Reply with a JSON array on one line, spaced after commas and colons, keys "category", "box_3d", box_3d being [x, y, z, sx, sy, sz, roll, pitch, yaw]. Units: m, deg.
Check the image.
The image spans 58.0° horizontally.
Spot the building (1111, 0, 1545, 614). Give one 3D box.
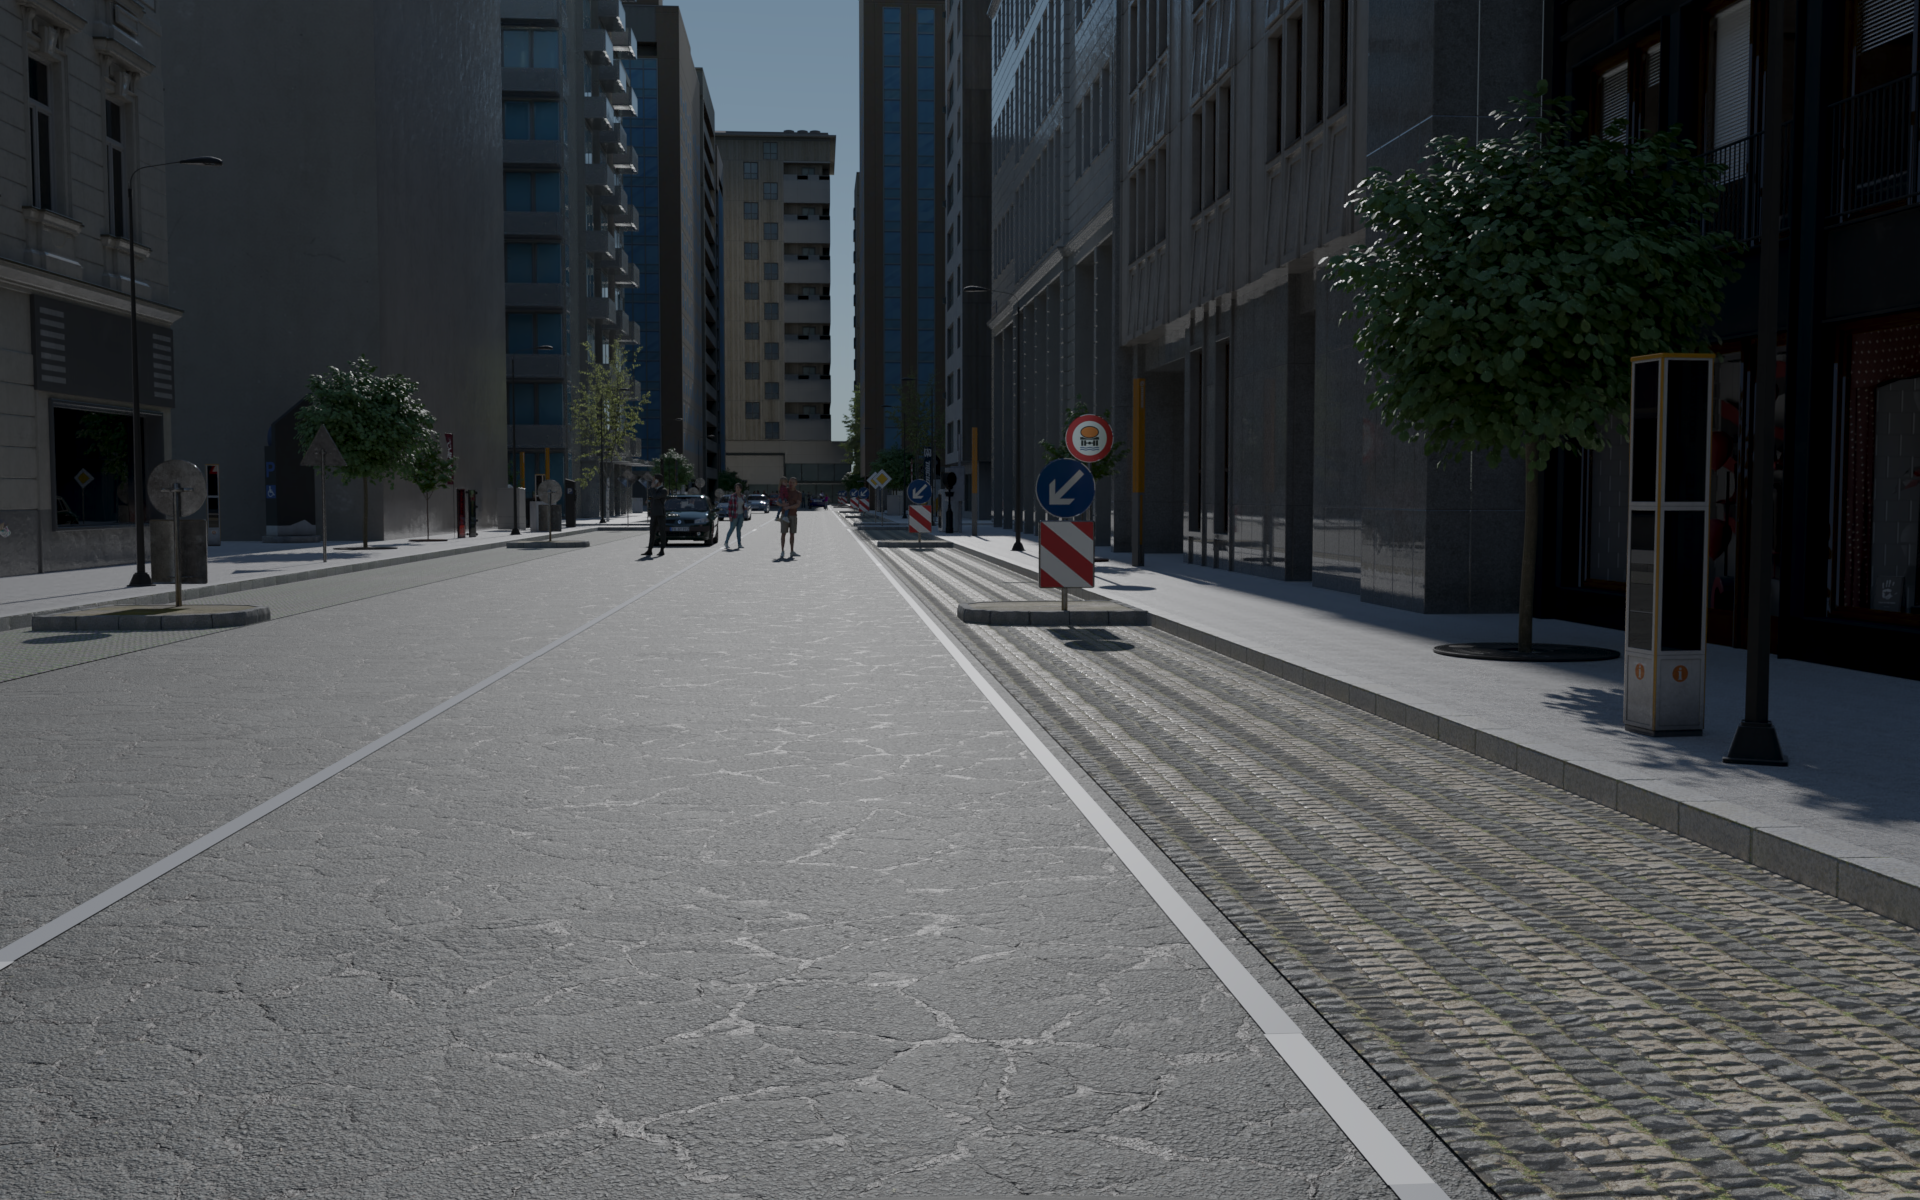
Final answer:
[{"category": "building", "box_3d": [10.128, -12.849, 28.100, 12.078, 24.808, 19.932, 0, 4, -5]}]

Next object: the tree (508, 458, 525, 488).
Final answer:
[{"category": "tree", "box_3d": [-20.717, -5.112, 78.185, 1.663, 3.219, 1.824, 0, 3, 0]}]

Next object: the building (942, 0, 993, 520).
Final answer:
[{"category": "building", "box_3d": [6.611, -19.313, 87.463, 14.107, 30.474, 14.160, 0, 4, -5]}]

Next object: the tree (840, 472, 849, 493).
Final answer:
[{"category": "tree", "box_3d": [-9.608, -11.629, 173.848, 4.285, 4.588, 4.351, 0, 3, 0]}]

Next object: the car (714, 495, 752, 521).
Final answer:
[{"category": "car", "box_3d": [-12.291, -5.020, 94.078, 2.014, 1.417, 4.499, 0, 4, -3]}]

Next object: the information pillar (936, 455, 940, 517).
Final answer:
[{"category": "information pillar", "box_3d": [-1.306, -6.505, 97.710, 0.183, 3.616, 0.504, 3, 5, 43]}]

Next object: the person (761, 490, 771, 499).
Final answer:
[{"category": "person", "box_3d": [-18.828, -9.672, 166.768, 1.348, 1.807, 0.705, -2, 4, -30]}]

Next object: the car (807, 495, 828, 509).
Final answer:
[{"category": "car", "box_3d": [-13.781, -9.484, 167.651, 1.945, 1.354, 3.894, 0, 4, -6]}]

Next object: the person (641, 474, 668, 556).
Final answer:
[{"category": "person", "box_3d": [-7.105, -1.991, 40.423, 0.648, 1.900, 0.474, 3, 5, 44]}]

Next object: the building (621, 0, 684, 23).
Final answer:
[{"category": "building", "box_3d": [-31.697, -31.004, 157.032, 14.600, 45.320, 14.200, 0, 4, -5]}]

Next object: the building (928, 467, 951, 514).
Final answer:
[{"category": "building", "box_3d": [14.329, -25.886, 115.116, 32.217, 40.220, 23.993, 0, 4, -5]}]

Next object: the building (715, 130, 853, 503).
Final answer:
[{"category": "building", "box_3d": [-29.472, -40.378, 249.419, 27.495, 52.752, 28.713, 0, 4, -5]}]

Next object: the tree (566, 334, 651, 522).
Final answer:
[{"category": "tree", "box_3d": [-16.330, -7.934, 80.076, 4.360, 8.622, 3.978, 0, 3, 0]}]

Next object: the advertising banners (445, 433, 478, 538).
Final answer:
[{"category": "advertising banners", "box_3d": [-14.581, -3.329, 50.622, 0.090, 3.025, 2.074, 1, 4, 9]}]

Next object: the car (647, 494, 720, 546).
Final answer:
[{"category": "car", "box_3d": [-7.800, -2.407, 49.144, 2.009, 1.686, 4.222, 0, 4, -5]}]

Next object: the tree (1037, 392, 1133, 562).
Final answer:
[{"category": "tree", "box_3d": [2.213, -2.347, 32.980, 1.663, 3.219, 1.824, 0, 3, 0]}]

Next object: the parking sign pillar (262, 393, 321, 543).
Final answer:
[{"category": "parking sign pillar", "box_3d": [-17.672, -3.498, 45.667, 1.447, 3.967, 1.447, 2, 4, 26]}]

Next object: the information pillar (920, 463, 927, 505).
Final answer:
[{"category": "information pillar", "box_3d": [-2.790, -8.615, 132.204, 0.504, 3.616, 0.183, -1, 4, -16]}]

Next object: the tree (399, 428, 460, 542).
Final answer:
[{"category": "tree", "box_3d": [-14.305, -3.199, 46.898, 1.663, 3.219, 1.824, 0, 3, 0]}]

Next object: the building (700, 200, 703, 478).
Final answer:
[{"category": "building", "box_3d": [-33.002, -31.868, 171.146, 14.600, 45.320, 14.200, 0, 4, -5]}]

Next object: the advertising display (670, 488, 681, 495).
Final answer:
[{"category": "advertising display", "box_3d": [-21.240, -7.578, 129.115, 0.974, 1.923, 0.123, 1, 4, 14]}]

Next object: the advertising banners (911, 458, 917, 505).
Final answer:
[{"category": "advertising banners", "box_3d": [-2.245, -5.390, 84.309, 0.090, 3.025, 2.074, -1, 4, -8]}]

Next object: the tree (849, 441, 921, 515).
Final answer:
[{"category": "tree", "box_3d": [-4.281, -7.945, 113.613, 4.285, 4.588, 4.351, 0, 3, 0]}]

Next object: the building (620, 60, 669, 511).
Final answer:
[{"category": "building", "box_3d": [-38.804, -26.950, 132.506, 32.217, 40.220, 23.993, 0, 4, -5]}]

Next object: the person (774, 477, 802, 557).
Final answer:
[{"category": "person", "box_3d": [-3.958, -1.909, 39.685, 0.573, 1.828, 0.580, 2, 4, 31]}]

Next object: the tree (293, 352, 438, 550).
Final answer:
[{"category": "tree", "box_3d": [-13.828, -3.452, 40.162, 4.285, 4.588, 4.351, 0, 3, 0]}]

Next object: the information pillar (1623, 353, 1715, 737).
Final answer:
[{"category": "information pillar", "box_3d": [3.771, -0.290, 9.227, 0.304, 2.012, 0.304, -1, 4, -10]}]

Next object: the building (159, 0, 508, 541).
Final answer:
[{"category": "building", "box_3d": [-33.492, -15.306, 54.762, 34.151, 26.468, 19.350, 0, 4, -5]}]

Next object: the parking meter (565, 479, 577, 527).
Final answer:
[{"category": "parking meter", "box_3d": [-14.951, -3.722, 66.572, 0.399, 1.863, 0.255, 0, 4, 1]}]

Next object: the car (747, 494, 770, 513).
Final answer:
[{"category": "car", "box_3d": [-15.177, -7.177, 129.349, 2.014, 1.417, 4.499, 0, 4, -3]}]

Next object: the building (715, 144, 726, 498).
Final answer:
[{"category": "building", "box_3d": [-36.928, -34.636, 216.405, 14.200, 45.320, 14.600, 0, 4, -5]}]

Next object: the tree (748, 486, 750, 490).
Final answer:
[{"category": "tree", "box_3d": [-28.213, -14.166, 226.215, 1.663, 3.219, 1.824, 0, 3, 0]}]

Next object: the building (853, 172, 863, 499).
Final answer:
[{"category": "building", "box_3d": [-4.487, -38.190, 248.106, 21.600, 48.544, 21.300, 0, 4, -5]}]

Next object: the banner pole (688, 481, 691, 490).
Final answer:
[{"category": "banner pole", "box_3d": [-23.285, -9.721, 148.952, 0.401, 3.779, 0.863, -2, 4, -32]}]

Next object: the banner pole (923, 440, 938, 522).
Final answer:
[{"category": "banner pole", "box_3d": [-1.352, -5.503, 79.999, 0.863, 3.779, 0.401, 2, 4, 31]}]

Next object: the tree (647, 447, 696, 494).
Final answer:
[{"category": "tree", "box_3d": [-20.056, -8.344, 120.142, 4.285, 4.588, 4.351, 0, 3, 0]}]

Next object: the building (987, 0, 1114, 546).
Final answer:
[{"category": "building", "box_3d": [7.799, -16.830, 52.670, 11.434, 29.767, 29.804, 0, 4, -5]}]

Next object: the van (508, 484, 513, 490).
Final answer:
[{"category": "van", "box_3d": [-20.371, -3.935, 71.344, 4.112, 2.044, 2.013, 0, 4, -6]}]

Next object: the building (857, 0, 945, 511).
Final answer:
[{"category": "building", "box_3d": [-1.075, -30.014, 140.836, 14.600, 45.320, 14.200, 0, 4, -5]}]

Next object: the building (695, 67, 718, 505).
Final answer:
[{"category": "building", "box_3d": [-37.882, -34.549, 188.575, 21.300, 48.544, 21.600, 0, 4, -5]}]

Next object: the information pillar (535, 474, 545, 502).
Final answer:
[{"category": "information pillar", "box_3d": [-15.580, -3.659, 64.313, 0.304, 2.012, 0.304, 0, 4, 2]}]

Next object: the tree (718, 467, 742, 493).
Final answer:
[{"category": "tree", "box_3d": [-27.811, -13.688, 207.511, 4.285, 4.588, 4.351, 0, 3, 0]}]

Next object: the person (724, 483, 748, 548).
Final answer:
[{"category": "person", "box_3d": [-5.926, -2.234, 45.872, 0.563, 1.720, 0.643, -3, 5, -44]}]

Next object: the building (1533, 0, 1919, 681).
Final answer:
[{"category": "building", "box_3d": [12.708, -11.022, 9.885, 12.332, 23.373, 15.834, 0, 4, -5]}]

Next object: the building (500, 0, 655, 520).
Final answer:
[{"category": "building", "box_3d": [-30.255, -29.239, 97.660, 23.786, 49.044, 30.456, 0, 4, -5]}]

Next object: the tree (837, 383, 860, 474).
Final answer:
[{"category": "tree", "box_3d": [-7.660, -14.715, 158.720, 7.486, 12.596, 7.792, 0, 3, 0]}]

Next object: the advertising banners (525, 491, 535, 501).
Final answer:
[{"category": "advertising banners", "box_3d": [-17.302, -4.389, 67.954, 2.074, 3.025, 0.090, -1, 4, -13]}]

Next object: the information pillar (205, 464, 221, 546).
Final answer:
[{"category": "information pillar", "box_3d": [-18.404, -2.334, 42.656, 0.304, 2.012, 0.304, -2, 4, -27]}]

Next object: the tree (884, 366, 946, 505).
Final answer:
[{"category": "tree", "box_3d": [-2.169, -9.169, 100.273, 4.737, 8.622, 4.395, 0, 3, 0]}]

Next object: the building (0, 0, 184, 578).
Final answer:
[{"category": "building", "box_3d": [-21.605, -14.482, 13.197, 17.030, 29.872, 44.131, 0, 4, -5]}]

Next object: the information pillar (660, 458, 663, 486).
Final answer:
[{"category": "information pillar", "box_3d": [-19.112, -7.328, 111.171, 0.183, 3.616, 0.504, 1, 4, 9]}]

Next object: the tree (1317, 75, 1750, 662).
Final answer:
[{"category": "tree", "box_3d": [4.464, -1.836, 13.735, 4.285, 4.588, 4.351, 0, 3, 0]}]

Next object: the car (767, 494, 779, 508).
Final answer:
[{"category": "car", "box_3d": [-19.276, -10.524, 181.110, 2.155, 1.783, 4.494, 0, 4, -4]}]

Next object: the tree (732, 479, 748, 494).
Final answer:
[{"category": "tree", "box_3d": [-28.186, -13.753, 219.462, 1.663, 3.219, 1.824, 0, 3, 0]}]
